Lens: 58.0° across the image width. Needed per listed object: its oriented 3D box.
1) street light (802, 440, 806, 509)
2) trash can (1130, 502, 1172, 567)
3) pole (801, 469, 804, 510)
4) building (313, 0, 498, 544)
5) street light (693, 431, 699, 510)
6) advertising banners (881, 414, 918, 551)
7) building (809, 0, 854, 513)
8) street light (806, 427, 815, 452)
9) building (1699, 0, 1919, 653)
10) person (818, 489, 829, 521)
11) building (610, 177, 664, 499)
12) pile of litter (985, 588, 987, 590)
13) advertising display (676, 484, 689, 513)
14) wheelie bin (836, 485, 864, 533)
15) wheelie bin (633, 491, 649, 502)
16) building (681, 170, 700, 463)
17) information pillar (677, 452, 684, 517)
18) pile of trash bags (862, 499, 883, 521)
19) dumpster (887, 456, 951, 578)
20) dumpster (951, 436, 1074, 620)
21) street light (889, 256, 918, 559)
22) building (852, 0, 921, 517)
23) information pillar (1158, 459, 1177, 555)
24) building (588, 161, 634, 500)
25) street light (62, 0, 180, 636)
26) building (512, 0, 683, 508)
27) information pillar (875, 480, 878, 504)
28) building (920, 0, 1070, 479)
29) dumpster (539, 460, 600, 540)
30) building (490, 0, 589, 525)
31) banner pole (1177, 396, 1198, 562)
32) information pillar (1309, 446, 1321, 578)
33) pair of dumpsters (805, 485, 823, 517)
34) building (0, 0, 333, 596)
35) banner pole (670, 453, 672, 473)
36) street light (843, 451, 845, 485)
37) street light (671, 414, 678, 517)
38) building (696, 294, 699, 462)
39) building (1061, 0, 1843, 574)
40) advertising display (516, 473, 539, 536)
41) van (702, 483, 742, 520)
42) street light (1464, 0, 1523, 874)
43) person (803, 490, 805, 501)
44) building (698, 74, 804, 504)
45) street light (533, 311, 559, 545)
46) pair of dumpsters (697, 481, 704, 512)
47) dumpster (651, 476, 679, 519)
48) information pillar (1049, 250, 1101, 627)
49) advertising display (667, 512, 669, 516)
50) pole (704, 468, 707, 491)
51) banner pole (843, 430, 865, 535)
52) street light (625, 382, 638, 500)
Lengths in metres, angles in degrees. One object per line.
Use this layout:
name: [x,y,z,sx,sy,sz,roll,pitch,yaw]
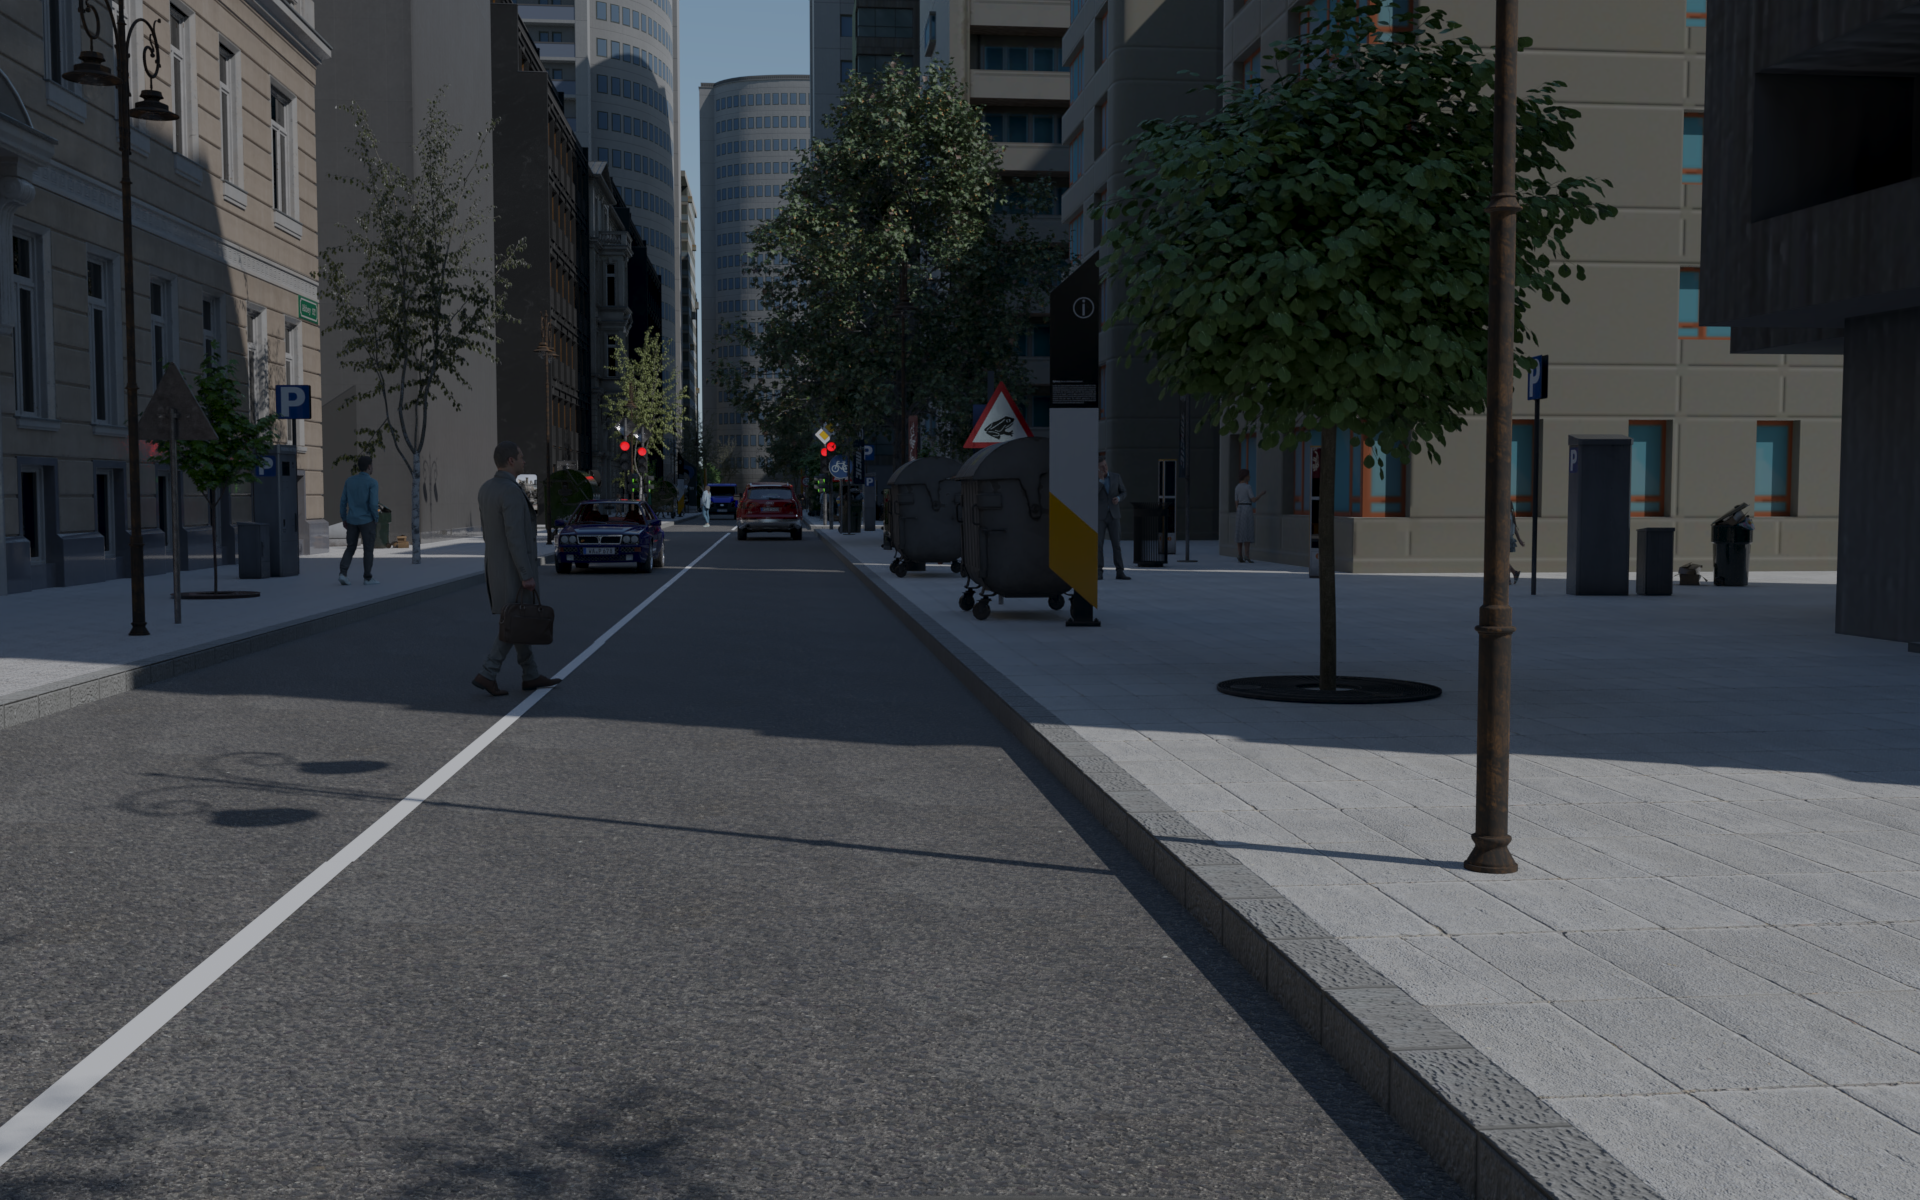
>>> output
street light: [-12.964,-10.525,144.873,0.468,5.910,1.993,0,4,-6]
trash can: [3.356,-1.151,30.477,0.748,1.137,0.748,0,3,0]
pole: [-12.384,-8.684,135.820,0.158,3.312,0.155,0,3,0]
building: [-26.344,-15.638,49.182,24.014,27.812,14.314,0,4,-6]
street light: [-19.239,-9.411,126.651,0.468,5.910,1.993,0,4,-6]
advertising banners: [-1.361,-2.621,39.045,0.090,3.025,2.074,-2,4,-24]
building: [-0.784,-35.999,130.576,21.231,58.520,28.212,0,4,-6]
street light: [-9.942,-8.795,116.590,0.468,5.910,1.993,0,4,-6]
building: [13.659,-14.738,12.662,14.160,30.474,14.107,0,4,-6]
person: [-6.512,-4.614,83.291,0.589,1.601,0.330,-1,4,-20]
building: [-28.883,-18.299,128.859,12.332,23.373,15.834,0,4,-6]
pile of litter: [0.829,-0.551,22.969,1.176,0.858,1.719,1,4,9]
advertising display: [-18.504,-6.754,115.637,0.974,1.923,0.123,2,4,28]
wheelie bin: [-3.592,-3.022,57.315,0.980,1.594,0.693,-3,4,-37]
wheelie bin: [-16.302,-4.916,88.278,0.980,1.594,0.693,2,4,30]
building: [-42.384,-31.049,199.530,23.993,40.220,32.217,0,4,-6]
information pillar: [-15.523,-6.416,96.262,0.183,3.616,0.504,2,4,28]
pile of trash bags: [-3.167,-4.465,82.750,1.912,1.369,3.447,-3,4,-36]
dumpster: [-0.468,-1.314,27.241,1.264,1.857,1.865,0,4,-6]
dumpster: [0.655,-0.766,18.282,1.264,1.857,1.865,0,4,-6]
street light: [-1.106,-3.736,33.866,0.468,5.910,1.993,0,4,-6]
building: [0.620,-20.221,102.311,14.160,30.474,14.107,0,4,-6]
information pillar: [4.407,-1.976,36.802,0.304,2.012,0.304,-1,4,-14]
building: [-26.983,-17.405,103.648,14.460,24.649,34.723,0,4,-6]
street light: [-7.463,-2.617,15.569,0.468,5.910,1.993,0,4,-6]
building: [-36.478,-37.549,155.932,21.231,58.520,28.212,0,4,-6]
information pillar: [-4.524,-5.313,91.364,0.304,2.012,0.304,1,4,14]
building: [8.878,-28.168,84.254,21.600,48.544,21.300,0,4,-6]
dumpster: [-11.038,-2.844,48.987,1.502,2.255,1.985,0,4,-6]
building: [-23.874,-15.222,78.553,12.332,23.373,15.834,0,4,-6]
banner pole: [4.201,-2.591,32.376,0.401,3.779,0.863,2,4,23]
information pillar: [5.519,-1.341,26.411,0.304,2.012,0.304,2,4,29]
pair of dumpsters: [-8.113,-5.953,99.822,1.574,2.255,4.437,0,4,-6]
building: [-18.989,-14.734,26.813,13.634,28.700,20.117,0,4,-6]
banner pole: [-17.579,-7.054,105.351,0.401,3.779,0.863,0,4,-5]
street light: [-4.167,-5.459,62.034,0.468,5.910,1.993,0,4,-6]
street light: [-16.256,-7.692,98.545,0.468,5.910,1.993,0,4,-6]
building: [-42.891,-28.395,235.958,14.107,30.474,14.160,0,4,-6]
building: [18.560,-12.112,43.070,27.650,21.520,28.899,0,4,-6]
advertising display: [-13.400,-2.930,53.114,0.974,1.923,0.123,-3,5,-40]
van: [-13.479,-5.729,98.053,2.240,2.365,5.245,0,4,-8]
street light: [1.818,-2.016,5.753,0.468,5.910,1.993,0,4,-6]
person: [-15.573,-10.160,173.104,0.436,1.711,0.756,-3,5,-40]
building: [-21.727,-42.754,241.025,28.212,58.520,21.231,0,4,-6]
street light: [-10.413,-4.340,43.741,0.468,5.910,1.993,0,4,-6]
pair of dumpsters: [-18.921,-7.360,122.835,1.574,2.255,4.437,0,4,-6]
dumpster: [-15.506,-5.391,90.636,1.502,2.255,1.985,0,4,-6]
information pillar: [1.116,-1.552,16.729,0.504,3.616,0.183,0,4,5]
advertising display: [-17.509,-6.034,103.875,0.123,1.923,0.974,0,4,-5]
pole: [-20.113,-8.749,136.888,0.158,3.312,0.155,0,3,0]
banner pole: [-3.304,-3.939,54.413,0.863,3.779,0.401,-3,5,-41]
street light: [-13.343,-5.972,70.431,0.468,5.910,1.993,0,4,-6]
